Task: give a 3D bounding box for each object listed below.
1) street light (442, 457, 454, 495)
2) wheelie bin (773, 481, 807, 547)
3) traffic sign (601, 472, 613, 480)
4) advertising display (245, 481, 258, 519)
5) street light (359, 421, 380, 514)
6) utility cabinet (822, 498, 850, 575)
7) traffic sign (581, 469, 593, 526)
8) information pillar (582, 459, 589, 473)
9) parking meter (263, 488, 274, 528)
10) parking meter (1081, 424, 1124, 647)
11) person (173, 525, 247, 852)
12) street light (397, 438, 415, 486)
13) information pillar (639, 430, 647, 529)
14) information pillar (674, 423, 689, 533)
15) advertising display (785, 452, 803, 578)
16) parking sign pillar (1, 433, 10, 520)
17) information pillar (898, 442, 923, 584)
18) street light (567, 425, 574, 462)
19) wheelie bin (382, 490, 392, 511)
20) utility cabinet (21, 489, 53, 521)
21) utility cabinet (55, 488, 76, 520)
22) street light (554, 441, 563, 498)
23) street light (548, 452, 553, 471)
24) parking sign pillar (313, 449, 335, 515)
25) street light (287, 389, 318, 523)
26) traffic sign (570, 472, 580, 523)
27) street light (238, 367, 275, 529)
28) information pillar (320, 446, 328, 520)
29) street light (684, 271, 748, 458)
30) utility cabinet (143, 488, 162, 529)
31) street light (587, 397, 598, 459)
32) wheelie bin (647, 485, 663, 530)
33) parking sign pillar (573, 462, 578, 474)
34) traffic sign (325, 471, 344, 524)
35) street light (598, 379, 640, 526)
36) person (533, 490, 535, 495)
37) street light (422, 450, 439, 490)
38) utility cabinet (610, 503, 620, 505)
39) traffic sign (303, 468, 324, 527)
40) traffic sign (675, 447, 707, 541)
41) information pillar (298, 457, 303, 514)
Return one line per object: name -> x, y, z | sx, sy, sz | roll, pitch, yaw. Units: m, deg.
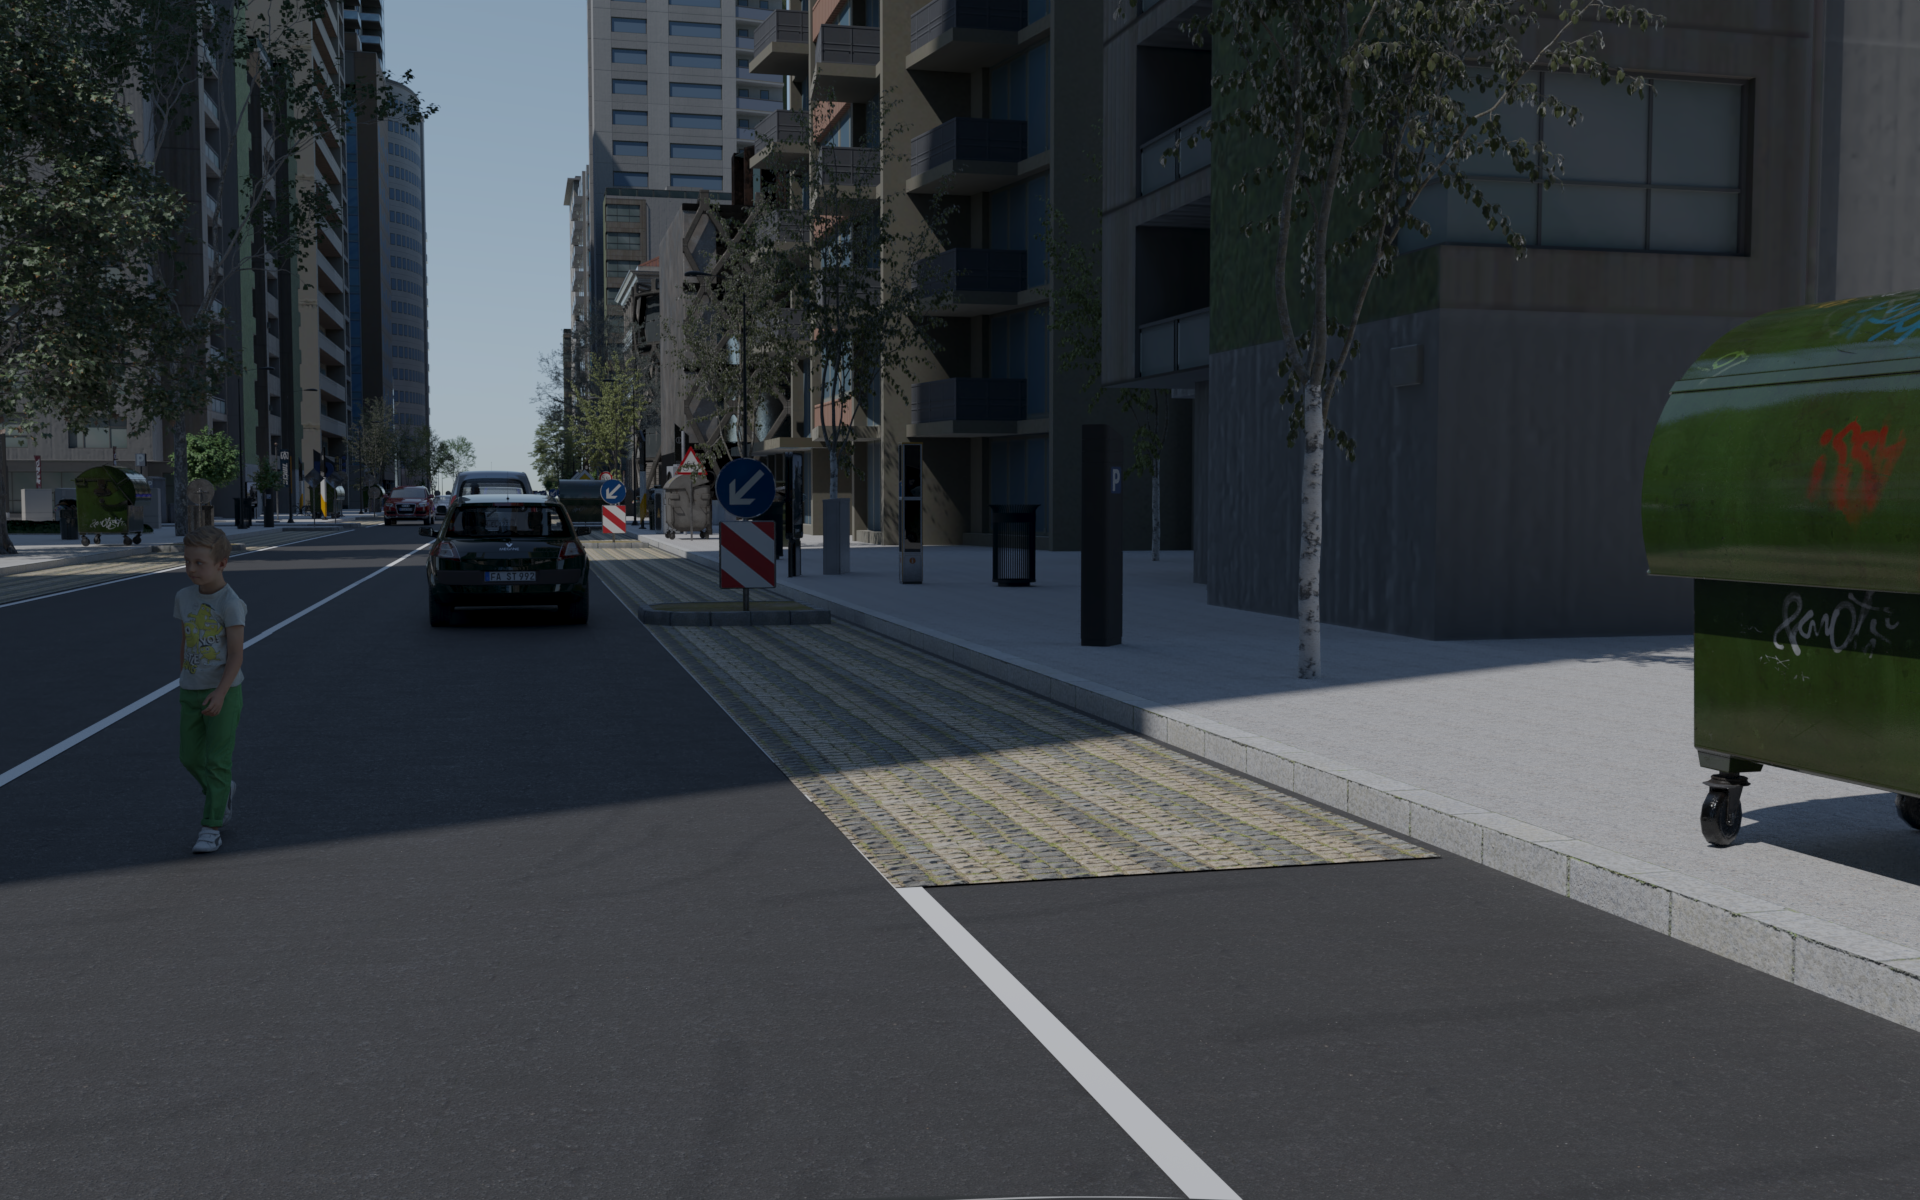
street light -> -68.063, -15.719, 229.539 | 1.470, 5.913, 1.316 | -1, 4, -14
wheelie bin -> -4.200, -2.087, 42.030 | 0.980, 1.594, 0.693 | 0, 4, 1
traffic sign -> -20.027, -5.990, 98.040 | 0.768, 2.556, 0.104 | 0, 4, -7
advertising display -> -36.370, -5.118, 88.894 | 0.123, 1.923, 0.974 | 1, 4, 8
street light -> -37.631, -8.427, 110.326 | 1.470, 5.913, 1.316 | -1, 4, -14
utility cabinet -> -2.002, -1.030, 28.009 | 0.306, 1.237, 1.020 | 0, 4, 5
traffic sign -> -15.173, -4.065, 70.102 | 0.795, 2.450, 0.064 | -1, 4, -14
information pillar -> -25.063, -7.631, 116.113 | 0.504, 3.616, 0.183 | 1, 4, 20
parking meter -> -26.580, -3.558, 66.577 | 0.372, 1.533, 0.369 | 0, 3, 0
parking meter -> 1.208, -0.550, 14.697 | 0.255, 1.863, 0.399 | 2, 4, 27
person -> -3.075, 0.344, 7.131 | 0.306, 1.304, 0.590 | 0, 4, -8
street light -> -47.505, -10.791, 148.966 | 1.470, 5.913, 1.316 | -1, 4, -14
information pillar -> -11.615, -4.407, 63.413 | 0.183, 3.616, 0.504 | -2, 4, -29
information pillar -> -9.207, -4.033, 57.289 | 0.504, 3.616, 0.183 | -1, 4, -18
advertising display -> -2.582, -1.332, 26.994 | 0.123, 1.923, 0.974 | 0, 4, 4
parking sign pillar -> -42.942, -5.400, 76.759 | 1.447, 3.967, 1.447 | -1, 4, -16
information pillar -> -0.704, -1.237, 24.722 | 0.304, 2.012, 0.304 | -1, 4, -12
street light -> -25.680, -8.837, 117.027 | 1.470, 5.913, 1.316 | -1, 4, -14
wheelie bin -> -43.366, -7.553, 131.396 | 0.980, 1.594, 0.693 | -2, 4, -27
utility cabinet -> -40.076, -4.068, 75.187 | 0.318, 1.500, 1.173 | 2, 4, 34
utility cabinet -> -32.468, -3.333, 63.172 | 0.318, 1.500, 1.173 | 1, 4, 8
street light -> -35.803, -11.279, 156.949 | 1.470, 5.913, 1.316 | -1, 4, -14
street light -> -44.502, -13.385, 191.382 | 1.470, 5.913, 1.316 | -1, 4, -14
parking sign pillar -> -37.867, -7.024, 103.307 | 1.447, 3.967, 1.447 | -1, 4, -15
street light -> -28.942, -6.341, 76.211 | 1.470, 5.913, 1.316 | -1, 4, -14
traffic sign -> -17.143, -4.538, 77.841 | 0.795, 2.450, 0.064 | -1, 4, -14
street light -> -25.701, -5.548, 63.251 | 1.470, 5.913, 1.316 | -1, 4, -14
information pillar -> -31.358, -5.747, 85.323 | 0.183, 3.616, 0.504 | -3, 5, -41
street light -> -5.049, -3.900, 36.312 | 1.470, 5.913, 1.316 | -1, 4, -14
utility cabinet -> -29.857, -3.340, 63.289 | 1.173, 1.500, 0.318 | 0, 4, -6
street light -> -17.051, -6.769, 83.207 | 1.470, 5.913, 1.316 | -1, 4, -14
wheelie bin -> -10.740, -3.287, 61.645 | 0.693, 1.594, 0.980 | -2, 4, -32
parking sign pillar -> -32.787, -9.736, 147.657 | 1.447, 3.967, 1.447 | -1, 4, -13
traffic sign -> -27.174, -4.384, 75.317 | 0.795, 2.450, 0.064 | -1, 4, -14
street light -> -13.734, -5.968, 70.119 | 1.470, 5.913, 1.316 | -1, 4, -14
person -> -45.249, -10.716, 183.699 | 0.705, 1.826, 1.348 | 2, 4, 26
street light -> -56.137, -12.861, 182.812 | 1.470, 5.913, 1.316 | -1, 4, -14
utility cabinet -> -19.241, -5.142, 95.237 | 1.020, 1.237, 0.306 | -3, 4, -36
traffic sign -> -25.203, -3.910, 67.578 | 0.795, 2.450, 0.064 | -1, 4, -14
traffic sign -> -7.375, -2.907, 47.531 | 0.884, 2.594, 0.081 | 0, 4, -6
information pillar -> -41.530, -7.203, 109.119 | 0.183, 3.616, 0.504 | -3, 5, -39
